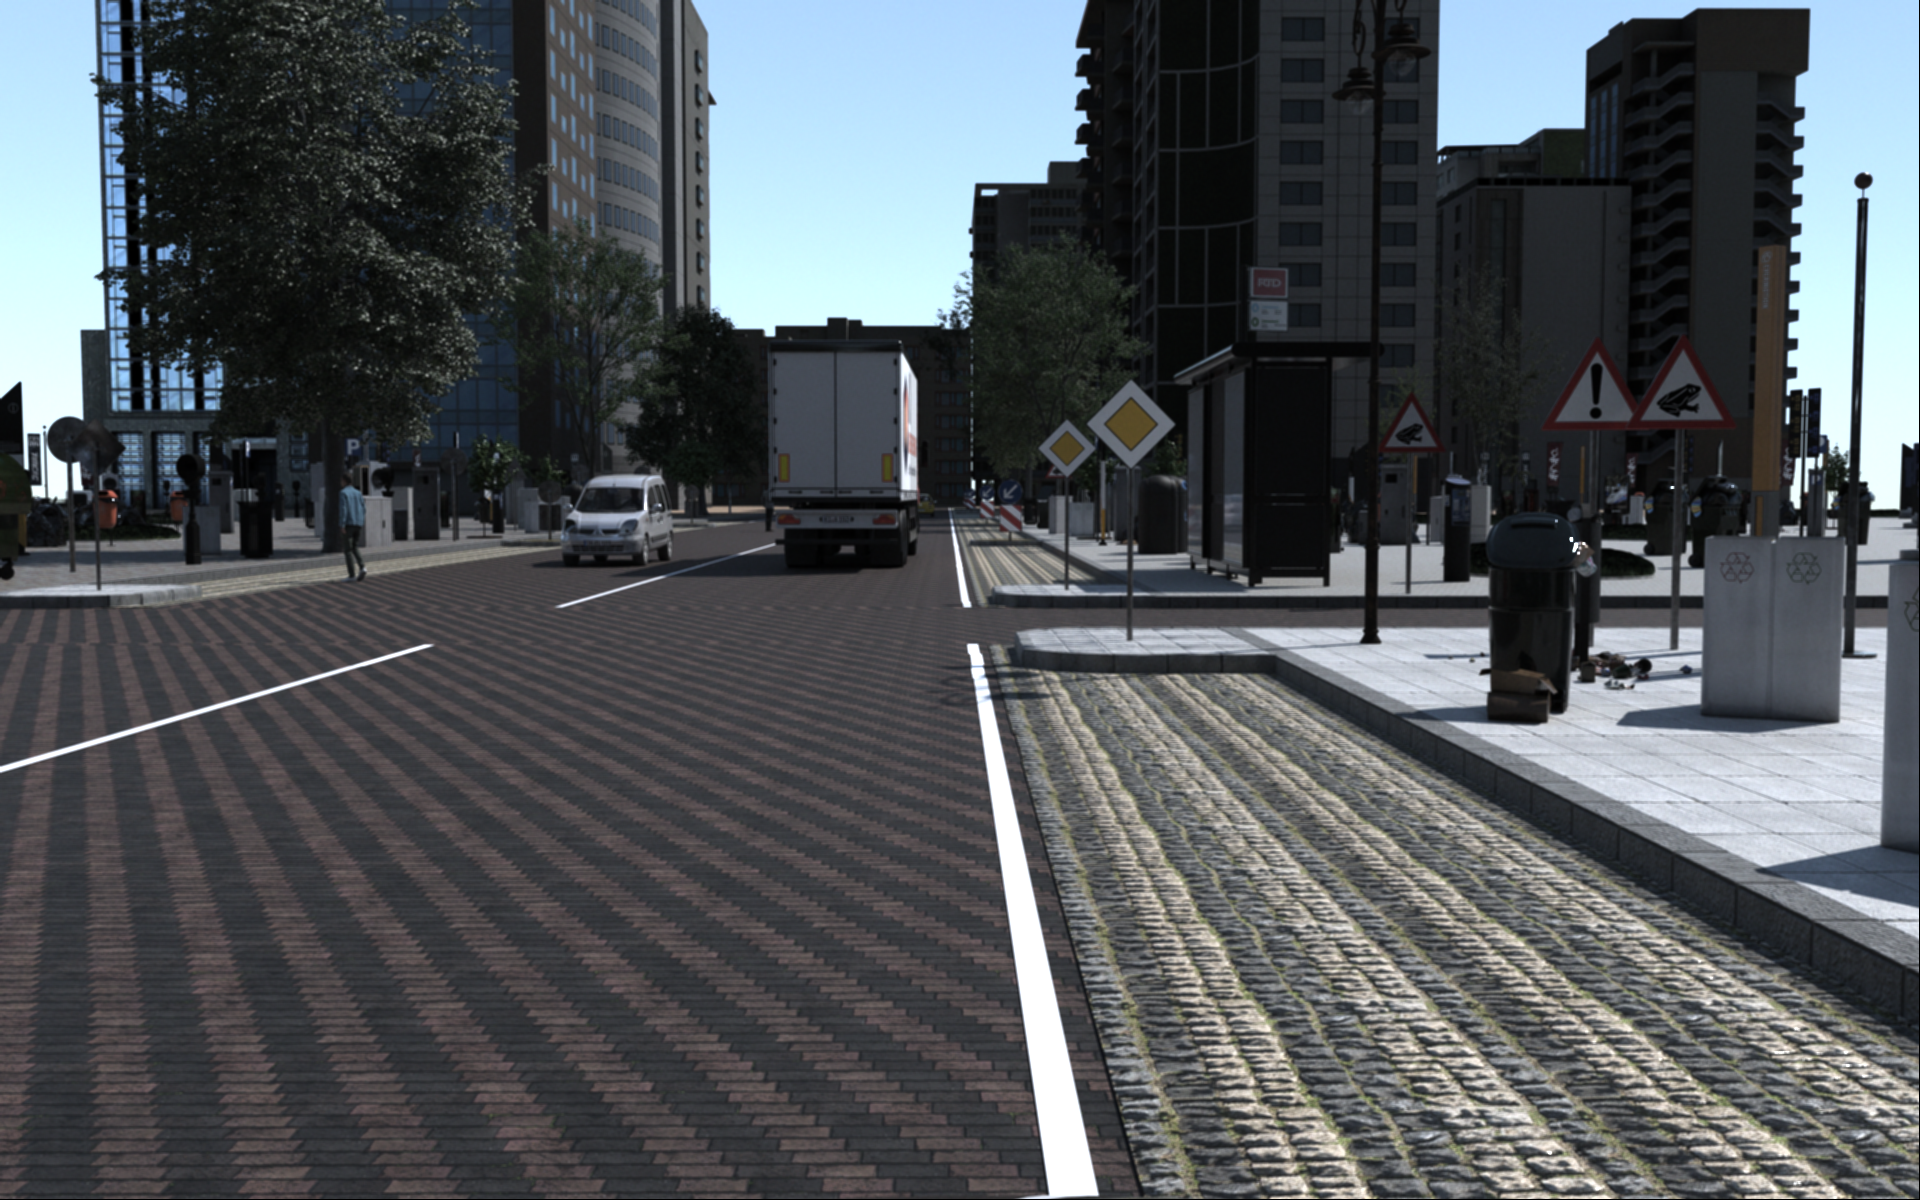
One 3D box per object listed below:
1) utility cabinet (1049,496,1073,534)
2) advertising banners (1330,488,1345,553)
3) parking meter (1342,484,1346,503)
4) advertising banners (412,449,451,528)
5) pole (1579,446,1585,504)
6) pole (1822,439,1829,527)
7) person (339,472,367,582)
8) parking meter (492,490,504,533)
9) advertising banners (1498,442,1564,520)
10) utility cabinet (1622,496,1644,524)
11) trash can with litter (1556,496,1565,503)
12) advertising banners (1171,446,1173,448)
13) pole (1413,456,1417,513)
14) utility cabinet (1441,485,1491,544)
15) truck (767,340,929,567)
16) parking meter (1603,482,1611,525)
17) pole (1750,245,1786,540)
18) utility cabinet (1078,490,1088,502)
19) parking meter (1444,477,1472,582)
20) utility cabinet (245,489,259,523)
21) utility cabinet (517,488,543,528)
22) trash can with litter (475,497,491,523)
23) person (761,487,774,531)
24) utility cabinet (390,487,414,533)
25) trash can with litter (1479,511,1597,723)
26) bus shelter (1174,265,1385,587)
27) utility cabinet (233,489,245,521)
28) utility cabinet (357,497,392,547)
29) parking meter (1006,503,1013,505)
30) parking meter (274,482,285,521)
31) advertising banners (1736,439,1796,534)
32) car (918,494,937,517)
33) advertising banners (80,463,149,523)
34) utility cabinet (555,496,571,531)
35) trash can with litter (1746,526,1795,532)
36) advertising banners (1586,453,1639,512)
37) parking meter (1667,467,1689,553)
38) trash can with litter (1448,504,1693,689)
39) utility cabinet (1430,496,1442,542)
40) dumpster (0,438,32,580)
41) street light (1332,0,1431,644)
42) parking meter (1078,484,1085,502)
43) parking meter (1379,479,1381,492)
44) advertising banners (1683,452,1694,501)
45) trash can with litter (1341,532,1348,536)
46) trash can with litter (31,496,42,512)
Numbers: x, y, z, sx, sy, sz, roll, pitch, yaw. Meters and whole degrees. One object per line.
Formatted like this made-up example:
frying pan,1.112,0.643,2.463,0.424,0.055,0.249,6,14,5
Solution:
utility cabinet,3.223,-2.714,55.535,0.306,1.237,1.020,2,4,35
advertising banners,7.533,-2.501,37.087,2.074,3.025,0.090,-3,4,-38
parking meter,20.142,-5.167,90.188,0.399,1.863,0.255,-1,4,-14
advertising banners,-20.330,-4.305,66.578,2.074,3.025,0.090,2,4,32
pole,26.457,-4.882,73.671,0.158,3.312,0.155,0,3,0
pole,32.324,-4.335,64.721,0.158,3.312,0.155,0,3,0
person,-9.887,-1.182,28.173,0.444,1.785,0.601,2,4,32
parking meter,-15.098,-2.948,56.608,0.372,1.533,0.369,0,3,0
advertising banners,19.282,-3.813,58.527,2.074,3.025,0.090,2,4,27
utility cabinet,24.200,-3.146,62.595,0.306,1.237,1.020,-2,4,-27
trash can with litter,31.219,-4.762,89.246,0.624,1.170,1.055,-3,5,-41
advertising banners,7.276,-4.099,63.205,2.074,3.025,0.090,-2,4,-34
pole,24.090,-5.987,91.727,0.158,3.312,0.155,0,3,0
utility cabinet,12.760,-2.140,43.673,1.173,1.500,0.318,3,4,37
truck,-2.215,-2.951,37.171,2.839,4.237,11.283,0,4,1
parking meter,26.435,-3.971,70.635,0.255,1.863,0.399,0,4,4
pole,6.682,-1.254,14.344,0.158,3.312,0.155,0,3,0
utility cabinet,7.075,-5.352,96.177,1.173,1.500,0.318,3,5,44
parking meter,7.303,-1.040,25.421,0.372,1.533,0.369,0,3,0
utility cabinet,-29.420,-3.880,72.114,0.318,1.500,1.173,-2,4,-29
utility cabinet,-15.933,-3.398,64.243,1.173,1.500,0.318,3,4,37
trash can with litter,-20.854,-3.983,76.512,0.624,1.170,1.055,2,4,29
person,-7.316,-3.541,66.579,0.592,1.802,0.473,3,5,41
utility cabinet,-18.336,-2.904,56.165,1.173,1.500,0.318,1,4,13
trash can with litter,3.368,0.079,10.093,0.624,1.170,1.055,1,4,21
bus shelter,4.761,-3.088,28.129,2.179,5.291,8.768,0,4,-1
utility cabinet,-33.075,-4.355,79.880,1.173,1.500,0.318,3,4,38
utility cabinet,-14.235,-1.892,42.089,0.306,1.237,1.020,1,4,20
parking meter,2.503,-4.877,88.154,0.372,1.533,0.369,0,3,0
parking meter,-32.053,-4.641,81.599,0.399,1.863,0.255,0,4,2
advertising banners,25.752,-3.628,55.512,2.074,3.025,0.090,3,5,43
car,-2.469,-6.086,109.724,2.015,1.641,3.980,0,4,0
advertising banners,-27.236,-3.639,55.681,2.074,3.025,0.090,-2,4,-32
utility cabinet,-14.050,-3.046,60.960,0.306,1.237,1.020,-3,4,-38
trash can with litter,27.643,-2.931,58.979,1.678,1.210,2.233,1,4,19
advertising banners,27.623,-4.719,73.351,2.074,3.025,0.090,1,4,15
parking meter,15.527,-1.944,37.491,0.255,1.863,0.399,-2,4,-30
trash can with litter,4.394,-0.085,12.449,1.678,1.210,2.233,1,4,15
utility cabinet,12.969,-2.179,46.793,0.306,1.237,1.020,0,4,-1
dumpster,-14.653,-1.378,25.030,1.502,2.255,1.985,0,4,0
street light,3.534,-2.565,14.726,0.468,5.910,1.993,0,4,0
parking meter,5.438,-4.383,77.369,0.255,1.863,0.399,0,4,-3
parking meter,14.833,-3.353,60.538,0.255,1.863,0.399,-1,4,-15
advertising banners,30.186,-4.633,71.930,0.090,3.025,2.074,1,4,9
trash can with litter,11.090,-2.588,53.366,2.233,1.210,1.678,0,4,5
trash can with litter,-31.040,-2.919,58.786,1.678,1.210,2.233,0,4,-2
